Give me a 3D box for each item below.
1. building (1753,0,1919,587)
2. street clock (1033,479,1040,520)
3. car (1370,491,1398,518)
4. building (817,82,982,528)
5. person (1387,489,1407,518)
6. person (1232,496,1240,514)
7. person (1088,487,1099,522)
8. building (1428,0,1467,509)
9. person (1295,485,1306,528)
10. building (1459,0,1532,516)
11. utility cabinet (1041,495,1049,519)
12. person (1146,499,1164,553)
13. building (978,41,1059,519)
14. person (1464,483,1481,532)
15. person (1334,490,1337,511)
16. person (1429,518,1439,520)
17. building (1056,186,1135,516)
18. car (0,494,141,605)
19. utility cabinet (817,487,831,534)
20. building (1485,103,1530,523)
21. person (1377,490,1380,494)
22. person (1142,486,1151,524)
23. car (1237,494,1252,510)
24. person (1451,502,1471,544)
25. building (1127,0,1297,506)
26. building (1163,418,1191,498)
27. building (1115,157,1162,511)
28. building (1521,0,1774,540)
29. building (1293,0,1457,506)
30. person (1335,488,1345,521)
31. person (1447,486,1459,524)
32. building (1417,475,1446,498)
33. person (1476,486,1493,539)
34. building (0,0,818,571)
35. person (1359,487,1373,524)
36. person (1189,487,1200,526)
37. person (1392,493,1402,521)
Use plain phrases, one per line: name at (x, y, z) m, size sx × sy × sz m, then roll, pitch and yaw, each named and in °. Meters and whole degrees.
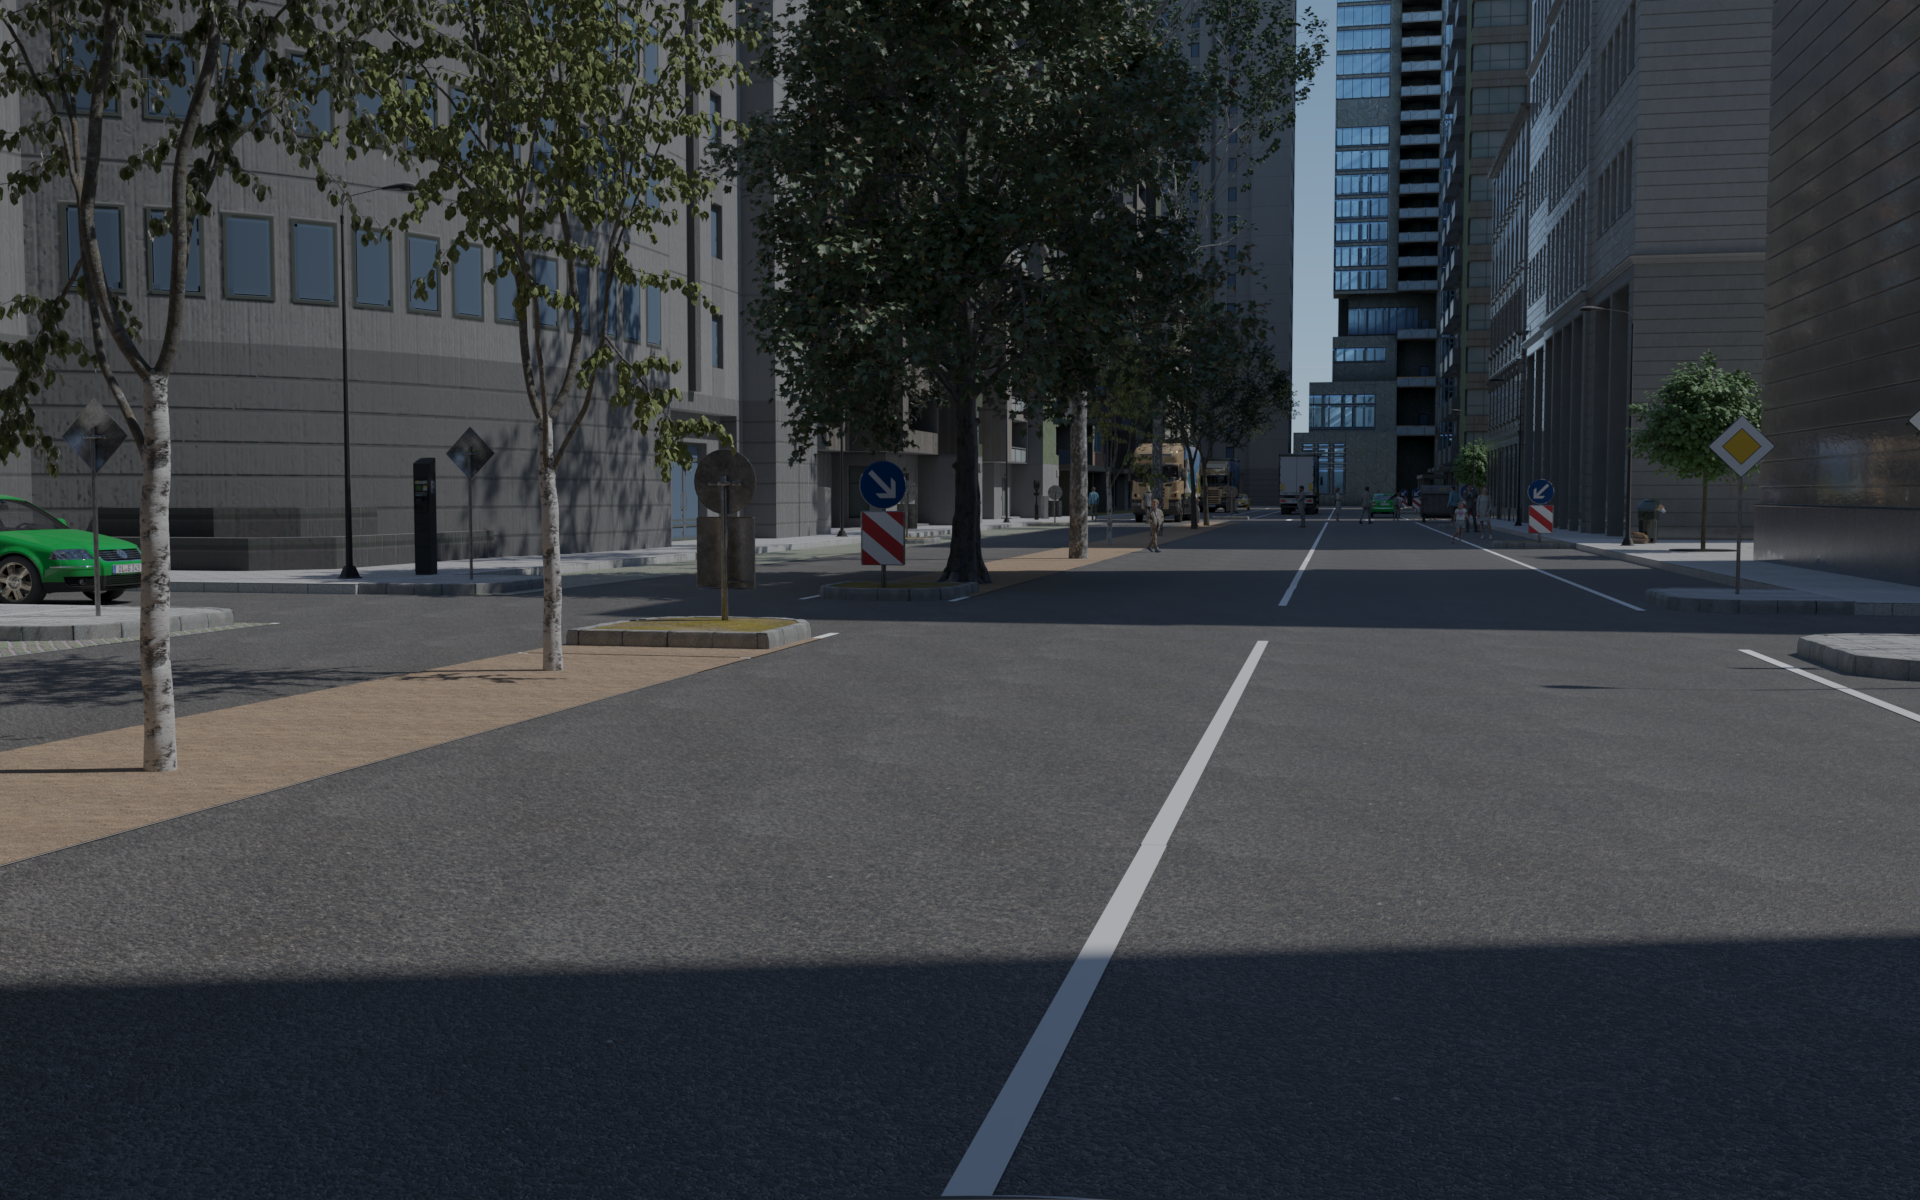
building at (25.941, -13.895, 24.443) m, size 25.104 × 27.353 × 12.463 m, roll 1°, pitch 4°, yaw 12°
street clock at (3.798, -4.971, 85.849) m, size 0.358 × 2.002 × 0.471 m, roll -1°, pitch 4°, yaw -10°
car at (26.134, -5.995, 106.806) m, size 1.959 × 1.807 × 4.718 m, roll 1°, pitch 4°, yaw 12°
building at (-7.372, -18.182, 68.976) m, size 14.160 × 30.474 × 14.107 m, roll 1°, pitch 4°, yaw 12°
person at (26.118, -5.763, 103.547) m, size 1.217 × 1.723 × 0.721 m, roll 0°, pitch 4°, yaw -5°
person at (19.940, -7.092, 125.369) m, size 0.530 × 1.710 × 0.541 m, roll 0°, pitch 4°, yaw -8°
person at (6.917, -4.936, 89.547) m, size 0.601 × 1.785 × 0.444 m, roll 0°, pitch 4°, yaw -5°
building at (47.611, -31.090, 127.924) m, size 23.786 × 49.044 × 30.456 m, roll 1°, pitch 4°, yaw 12°
person at (14.576, -4.008, 74.211) m, size 0.466 × 1.800 × 0.511 m, roll -1°, pitch 4°, yaw -10°
building at (38.446, -25.922, 107.415) m, size 14.154 × 41.232 × 14.086 m, roll 1°, pitch 4°, yaw 12°
utility cabinet at (4.411, -4.812, 89.833) m, size 0.306 × 1.237 × 1.020 m, roll 0°, pitch 4°, yaw -6°
person at (4.798, -1.820, 42.528) m, size 0.475 × 1.303 × 0.640 m, roll -2°, pitch 4°, yaw -32°
building at (-2.836, -24.871, 90.234) m, size 14.154 × 41.232 × 14.086 m, roll 1°, pitch 4°, yaw 12°
person at (19.287, -3.481, 65.224) m, size 0.655 × 1.846 × 0.447 m, roll 0°, pitch 4°, yaw 0°
person at (32.210, -8.554, 148.350) m, size 0.705 × 1.826 × 1.348 m, roll 0°, pitch 4°, yaw 4°
person at (26.106, -5.329, 95.731) m, size 0.391 × 1.810 × 0.635 m, roll -3°, pitch 5°, yaw -41°
building at (-0.219, -28.187, 115.482) m, size 22.147 × 44.769 × 28.867 m, roll 1°, pitch 4°, yaw 12°
car at (-13.020, -0.855, 22.782) m, size 4.718 × 1.807 × 1.959 m, roll 1°, pitch 4°, yaw 12°
utility cabinet at (-4.631, -2.831, 54.970) m, size 1.173 × 1.500 × 0.318 m, roll 3°, pitch 4°, yaw 36°
building at (31.480, -14.414, 84.819) m, size 9.793 × 20.994 × 18.267 m, roll 1°, pitch 4°, yaw 12°
person at (31.448, -7.381, 130.096) m, size 0.541 × 1.710 × 0.530 m, roll -3°, pitch 5°, yaw -44°
person at (8.988, -4.573, 83.449) m, size 0.537 × 1.800 × 0.526 m, roll -1°, pitch 4°, yaw -19°
car at (25.045, -8.843, 154.813) m, size 2.015 × 1.641 × 3.980 m, roll 1°, pitch 4°, yaw 10°
person at (14.356, -2.208, 49.617) m, size 0.505 × 1.210 × 0.382 m, roll 0°, pitch 4°, yaw 4°
building at (22.632, -39.742, 191.778) m, size 28.212 × 58.520 × 21.231 m, roll 1°, pitch 4°, yaw 12°
building at (6.297, -19.526, 164.289) m, size 28.899 × 21.520 × 27.650 m, roll 1°, pitch 4°, yaw 12°
building at (8.129, -22.304, 136.375) m, size 14.160 × 30.474 × 14.107 m, roll 1°, pitch 4°, yaw 12°
building at (27.184, -17.336, 60.931) m, size 11.434 × 29.767 × 29.804 m, roll 1°, pitch 4°, yaw 12°
building at (52.307, -53.419, 186.066) m, size 31.000 × 86.520 × 22.319 m, roll 1°, pitch 4°, yaw 12°
person at (19.985, -5.016, 91.076) m, size 0.524 × 1.755 × 0.480 m, roll 1°, pitch 4°, yaw 13°
person at (22.992, -4.406, 80.559) m, size 0.660 × 1.820 × 0.620 m, roll -3°, pitch 4°, yaw -39°
building at (57.742, -28.255, 153.844) m, size 32.217 × 40.220 × 23.993 m, roll 1°, pitch 4°, yaw 12°
person at (16.851, -2.822, 55.640) m, size 0.512 × 1.701 × 0.522 m, roll 1°, pitch 4°, yaw 15°
building at (-17.679, -30.494, 40.583) m, size 21.231 × 58.520 × 28.212 m, roll 1°, pitch 4°, yaw 12°
person at (19.492, -4.551, 83.180) m, size 0.850 × 1.792 × 0.678 m, roll -3°, pitch 4°, yaw -39°
person at (10.422, -4.138, 76.710) m, size 0.519 × 1.759 × 0.362 m, roll -3°, pitch 4°, yaw -37°
person at (23.487, -5.014, 93.068) m, size 0.503 × 1.515 × 0.523 m, roll 0°, pitch 4°, yaw -6°
